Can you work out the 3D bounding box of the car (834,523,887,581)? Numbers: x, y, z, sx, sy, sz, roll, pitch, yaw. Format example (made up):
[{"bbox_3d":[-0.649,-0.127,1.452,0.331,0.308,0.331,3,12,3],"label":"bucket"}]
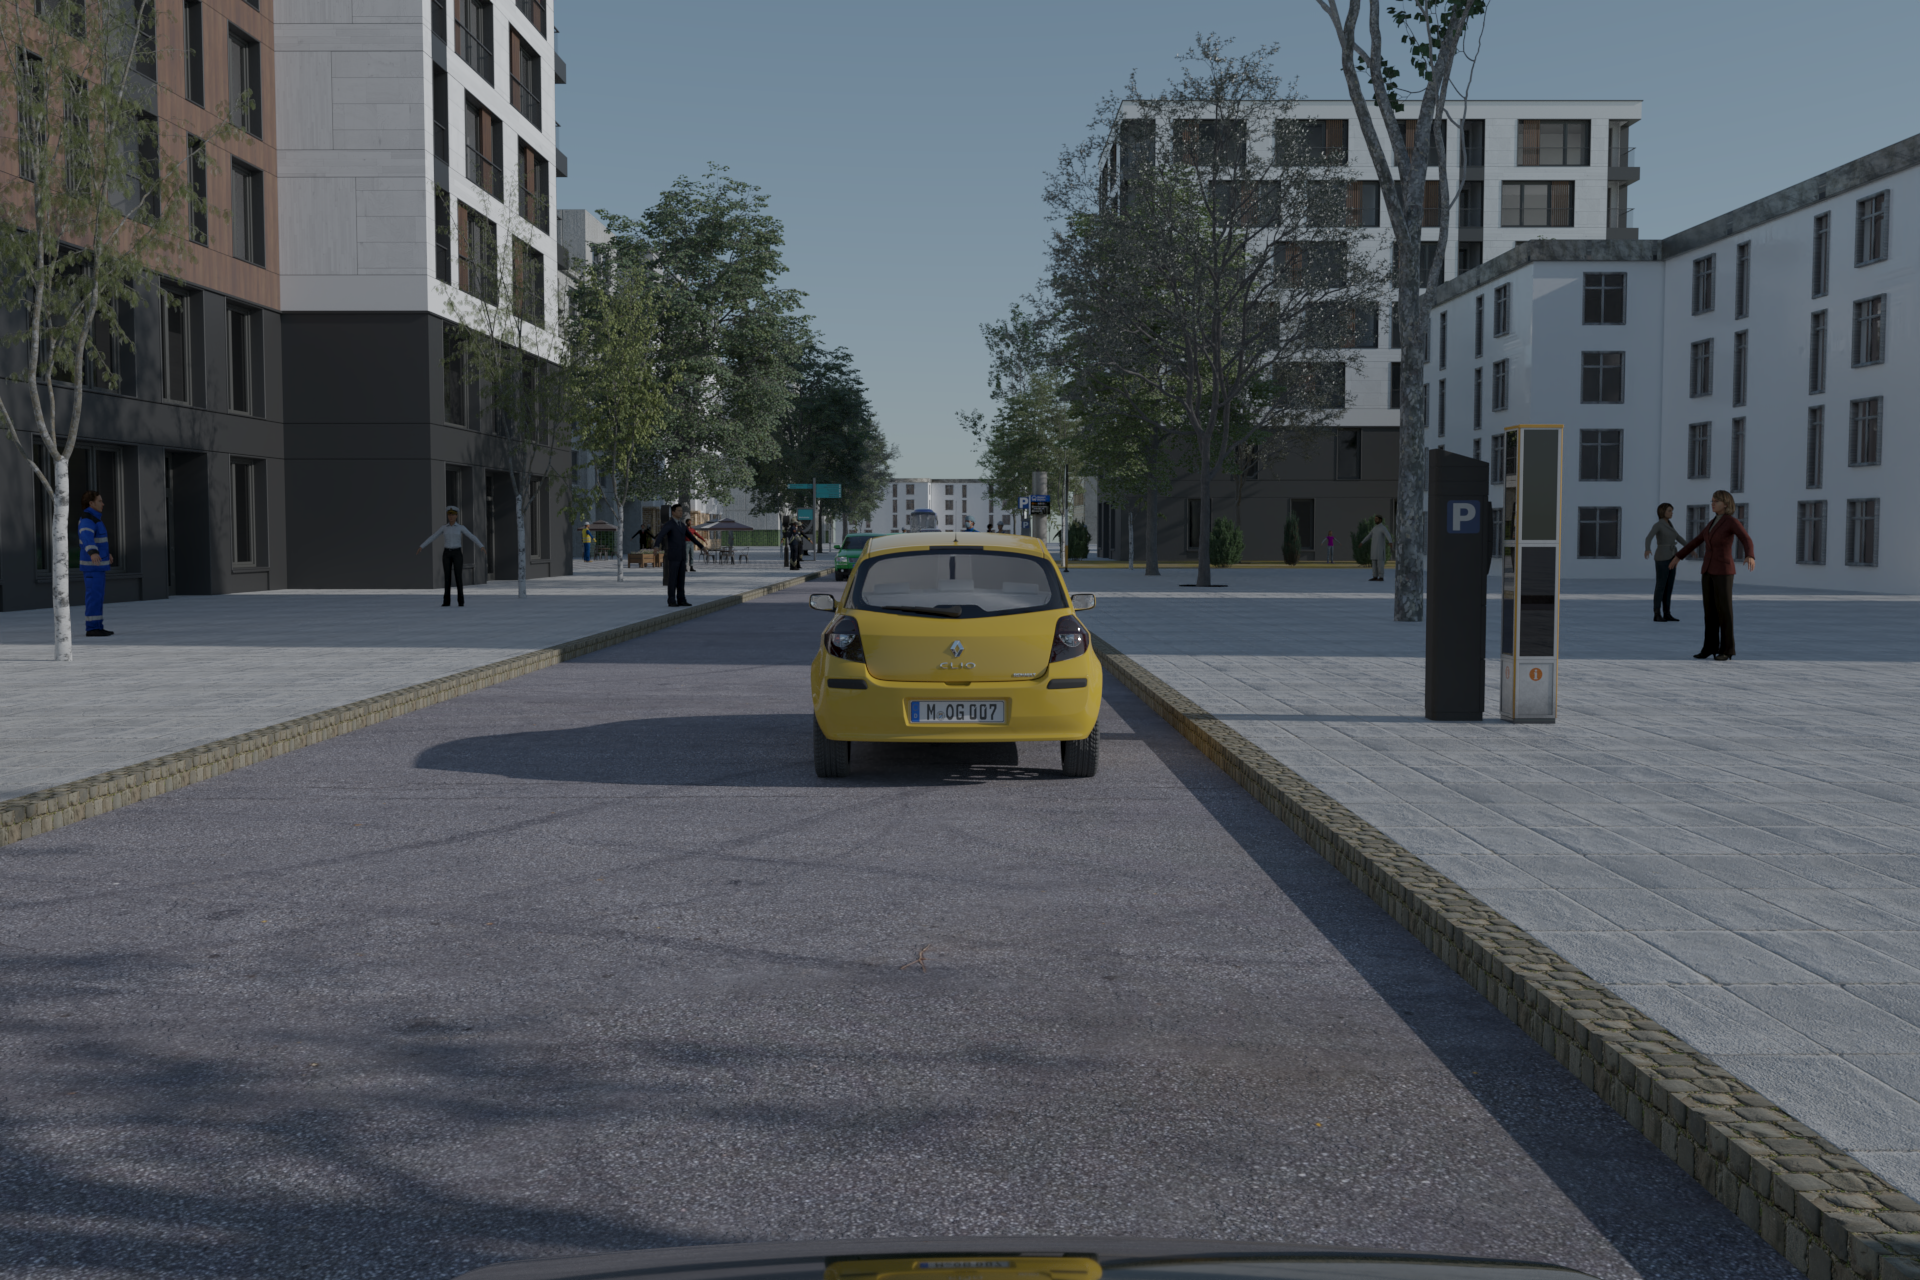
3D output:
[{"bbox_3d":[-2.939,-2.783,54.294,1.959,1.807,4.718,0,3,0],"label":"car"}]

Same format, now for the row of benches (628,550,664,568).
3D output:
[{"bbox_3d":[-11.668,-3.152,67.001,1.422,0.672,4.104,1,4,15],"label":"row of benches"}]

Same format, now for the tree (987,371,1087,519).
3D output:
[{"bbox_3d":[5.459,-12.388,120.664,7.486,12.596,7.792,0,3,0],"label":"tree"}]

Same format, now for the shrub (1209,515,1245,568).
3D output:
[{"bbox_3d":[10.025,-3.769,66.049,1.690,2.028,1.600,0,3,0],"label":"shrub"}]

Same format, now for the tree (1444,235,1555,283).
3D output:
[{"bbox_3d":[24.102,-10.345,75.792,9.857,13.997,8.962,0,3,0],"label":"tree"}]

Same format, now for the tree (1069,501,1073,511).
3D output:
[{"bbox_3d":[18.312,-19.029,261.486,4.737,8.622,4.395,0,3,0],"label":"tree"}]

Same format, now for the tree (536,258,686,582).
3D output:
[{"bbox_3d":[-9.242,-5.885,46.581,4.737,8.622,4.395,0,3,0],"label":"tree"}]

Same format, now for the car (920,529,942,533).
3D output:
[{"bbox_3d":[-2.058,-6.923,121.864,2.281,1.827,5.304,0,4,0],"label":"car"}]

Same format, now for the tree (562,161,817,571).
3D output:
[{"bbox_3d":[-9.799,-9.419,60.661,9.857,13.997,8.962,0,3,0],"label":"tree"}]

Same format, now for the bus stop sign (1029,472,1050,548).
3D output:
[{"bbox_3d":[3.364,-5.149,73.203,0.837,3.901,0.837,0,4,-2],"label":"bus stop sign"}]

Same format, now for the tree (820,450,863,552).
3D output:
[{"bbox_3d":[-9.547,-10.622,124.027,4.360,8.622,3.978,0,3,0],"label":"tree"}]

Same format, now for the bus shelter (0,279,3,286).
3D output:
[{"bbox_3d":[-6.918,-0.867,8.098,2.014,3.302,5.546,0,4,-1],"label":"bus shelter"}]

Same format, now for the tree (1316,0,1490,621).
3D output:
[{"bbox_3d":[5.133,-10.339,24.926,12.611,20.169,13.585,0,3,0],"label":"tree"}]

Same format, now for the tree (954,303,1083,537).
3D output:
[{"bbox_3d":[6.004,-17.384,140.119,12.611,20.169,13.585,0,3,0],"label":"tree"}]

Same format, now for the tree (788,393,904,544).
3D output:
[{"bbox_3d":[-9.596,-14.327,144.614,12.009,13.543,11.850,0,3,0],"label":"tree"}]

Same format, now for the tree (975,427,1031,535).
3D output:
[{"bbox_3d":[5.163,-14.698,166.073,9.928,11.665,9.643,0,3,0],"label":"tree"}]

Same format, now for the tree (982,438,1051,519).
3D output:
[{"bbox_3d":[5.762,-13.455,154.402,8.767,10.594,7.601,2,4,27],"label":"tree"}]

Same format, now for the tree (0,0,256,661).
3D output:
[{"bbox_3d":[-8.984,-4.078,17.044,4.360,8.622,3.978,0,3,0],"label":"tree"}]

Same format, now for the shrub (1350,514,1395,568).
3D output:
[{"bbox_3d":[15.807,-3.815,66.424,1.661,2.075,1.752,0,3,0],"label":"shrub"}]

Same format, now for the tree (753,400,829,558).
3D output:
[{"bbox_3d":[-9.793,-8.730,93.094,4.360,8.622,3.978,0,3,0],"label":"tree"}]

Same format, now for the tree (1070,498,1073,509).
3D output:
[{"bbox_3d":[18.779,-18.679,255.763,4.360,8.622,3.978,0,3,0],"label":"tree"}]

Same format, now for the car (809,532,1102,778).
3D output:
[{"bbox_3d":[-0.044,-0.086,11.628,2.015,1.641,3.980,0,4,-1],"label":"car"}]

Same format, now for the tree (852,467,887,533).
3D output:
[{"bbox_3d":[-9.463,-13.286,167.582,4.737,8.622,4.395,0,3,0],"label":"tree"}]

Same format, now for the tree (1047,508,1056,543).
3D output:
[{"bbox_3d":[13.558,-18.789,257.561,4.360,8.622,3.978,0,3,0],"label":"tree"}]

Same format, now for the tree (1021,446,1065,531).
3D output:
[{"bbox_3d":[6.120,-10.944,129.301,4.737,8.622,4.395,0,3,0],"label":"tree"}]

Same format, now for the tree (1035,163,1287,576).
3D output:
[{"bbox_3d":[6.053,-8.242,52.878,7.486,12.596,7.792,0,3,0],"label":"tree"}]

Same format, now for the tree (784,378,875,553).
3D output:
[{"bbox_3d":[-9.198,-11.577,115.045,9.928,11.665,9.643,0,3,0],"label":"tree"}]

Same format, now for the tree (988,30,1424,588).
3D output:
[{"bbox_3d":[6.040,-8.043,41.871,12.009,13.543,11.850,0,3,0],"label":"tree"}]

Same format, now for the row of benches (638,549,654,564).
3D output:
[{"bbox_3d":[-12.758,-3.408,71.178,1.422,0.672,4.104,-1,4,-14],"label":"row of benches"}]

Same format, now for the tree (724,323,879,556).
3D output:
[{"bbox_3d":[-9.520,-12.006,102.951,9.857,13.997,8.962,0,3,0],"label":"tree"}]

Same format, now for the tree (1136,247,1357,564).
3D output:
[{"bbox_3d":[12.083,-10.053,74.730,12.009,13.543,11.850,0,3,0],"label":"tree"}]

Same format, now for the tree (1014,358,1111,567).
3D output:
[{"bbox_3d":[3.829,-7.209,68.223,4.360,8.622,3.978,0,3,0],"label":"tree"}]

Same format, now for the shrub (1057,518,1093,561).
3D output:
[{"bbox_3d":[5.518,-4.843,83.228,1.661,2.075,1.752,0,3,0],"label":"shrub"}]

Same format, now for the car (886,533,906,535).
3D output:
[{"bbox_3d":[-2.335,-3.516,66.286,1.959,1.807,4.718,0,4,0],"label":"car"}]

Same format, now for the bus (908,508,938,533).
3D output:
[{"bbox_3d":[-3.518,-10.915,170.007,2.896,3.916,12.251,0,3,0],"label":"bus"}]

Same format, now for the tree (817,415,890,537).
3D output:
[{"bbox_3d":[-10.368,-15.328,157.275,9.857,13.997,8.962,0,3,0],"label":"tree"}]

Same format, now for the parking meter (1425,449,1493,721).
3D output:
[{"bbox_3d":[3.443,-0.382,11.956,0.399,1.863,0.255,0,4,0],"label":"parking meter"}]

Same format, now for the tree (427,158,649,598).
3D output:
[{"bbox_3d":[-8.909,-5.153,34.613,4.360,8.622,3.978,0,3,0],"label":"tree"}]

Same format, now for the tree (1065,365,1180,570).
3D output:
[{"bbox_3d":[5.982,-6.789,61.356,4.737,8.622,4.395,0,3,0],"label":"tree"}]
